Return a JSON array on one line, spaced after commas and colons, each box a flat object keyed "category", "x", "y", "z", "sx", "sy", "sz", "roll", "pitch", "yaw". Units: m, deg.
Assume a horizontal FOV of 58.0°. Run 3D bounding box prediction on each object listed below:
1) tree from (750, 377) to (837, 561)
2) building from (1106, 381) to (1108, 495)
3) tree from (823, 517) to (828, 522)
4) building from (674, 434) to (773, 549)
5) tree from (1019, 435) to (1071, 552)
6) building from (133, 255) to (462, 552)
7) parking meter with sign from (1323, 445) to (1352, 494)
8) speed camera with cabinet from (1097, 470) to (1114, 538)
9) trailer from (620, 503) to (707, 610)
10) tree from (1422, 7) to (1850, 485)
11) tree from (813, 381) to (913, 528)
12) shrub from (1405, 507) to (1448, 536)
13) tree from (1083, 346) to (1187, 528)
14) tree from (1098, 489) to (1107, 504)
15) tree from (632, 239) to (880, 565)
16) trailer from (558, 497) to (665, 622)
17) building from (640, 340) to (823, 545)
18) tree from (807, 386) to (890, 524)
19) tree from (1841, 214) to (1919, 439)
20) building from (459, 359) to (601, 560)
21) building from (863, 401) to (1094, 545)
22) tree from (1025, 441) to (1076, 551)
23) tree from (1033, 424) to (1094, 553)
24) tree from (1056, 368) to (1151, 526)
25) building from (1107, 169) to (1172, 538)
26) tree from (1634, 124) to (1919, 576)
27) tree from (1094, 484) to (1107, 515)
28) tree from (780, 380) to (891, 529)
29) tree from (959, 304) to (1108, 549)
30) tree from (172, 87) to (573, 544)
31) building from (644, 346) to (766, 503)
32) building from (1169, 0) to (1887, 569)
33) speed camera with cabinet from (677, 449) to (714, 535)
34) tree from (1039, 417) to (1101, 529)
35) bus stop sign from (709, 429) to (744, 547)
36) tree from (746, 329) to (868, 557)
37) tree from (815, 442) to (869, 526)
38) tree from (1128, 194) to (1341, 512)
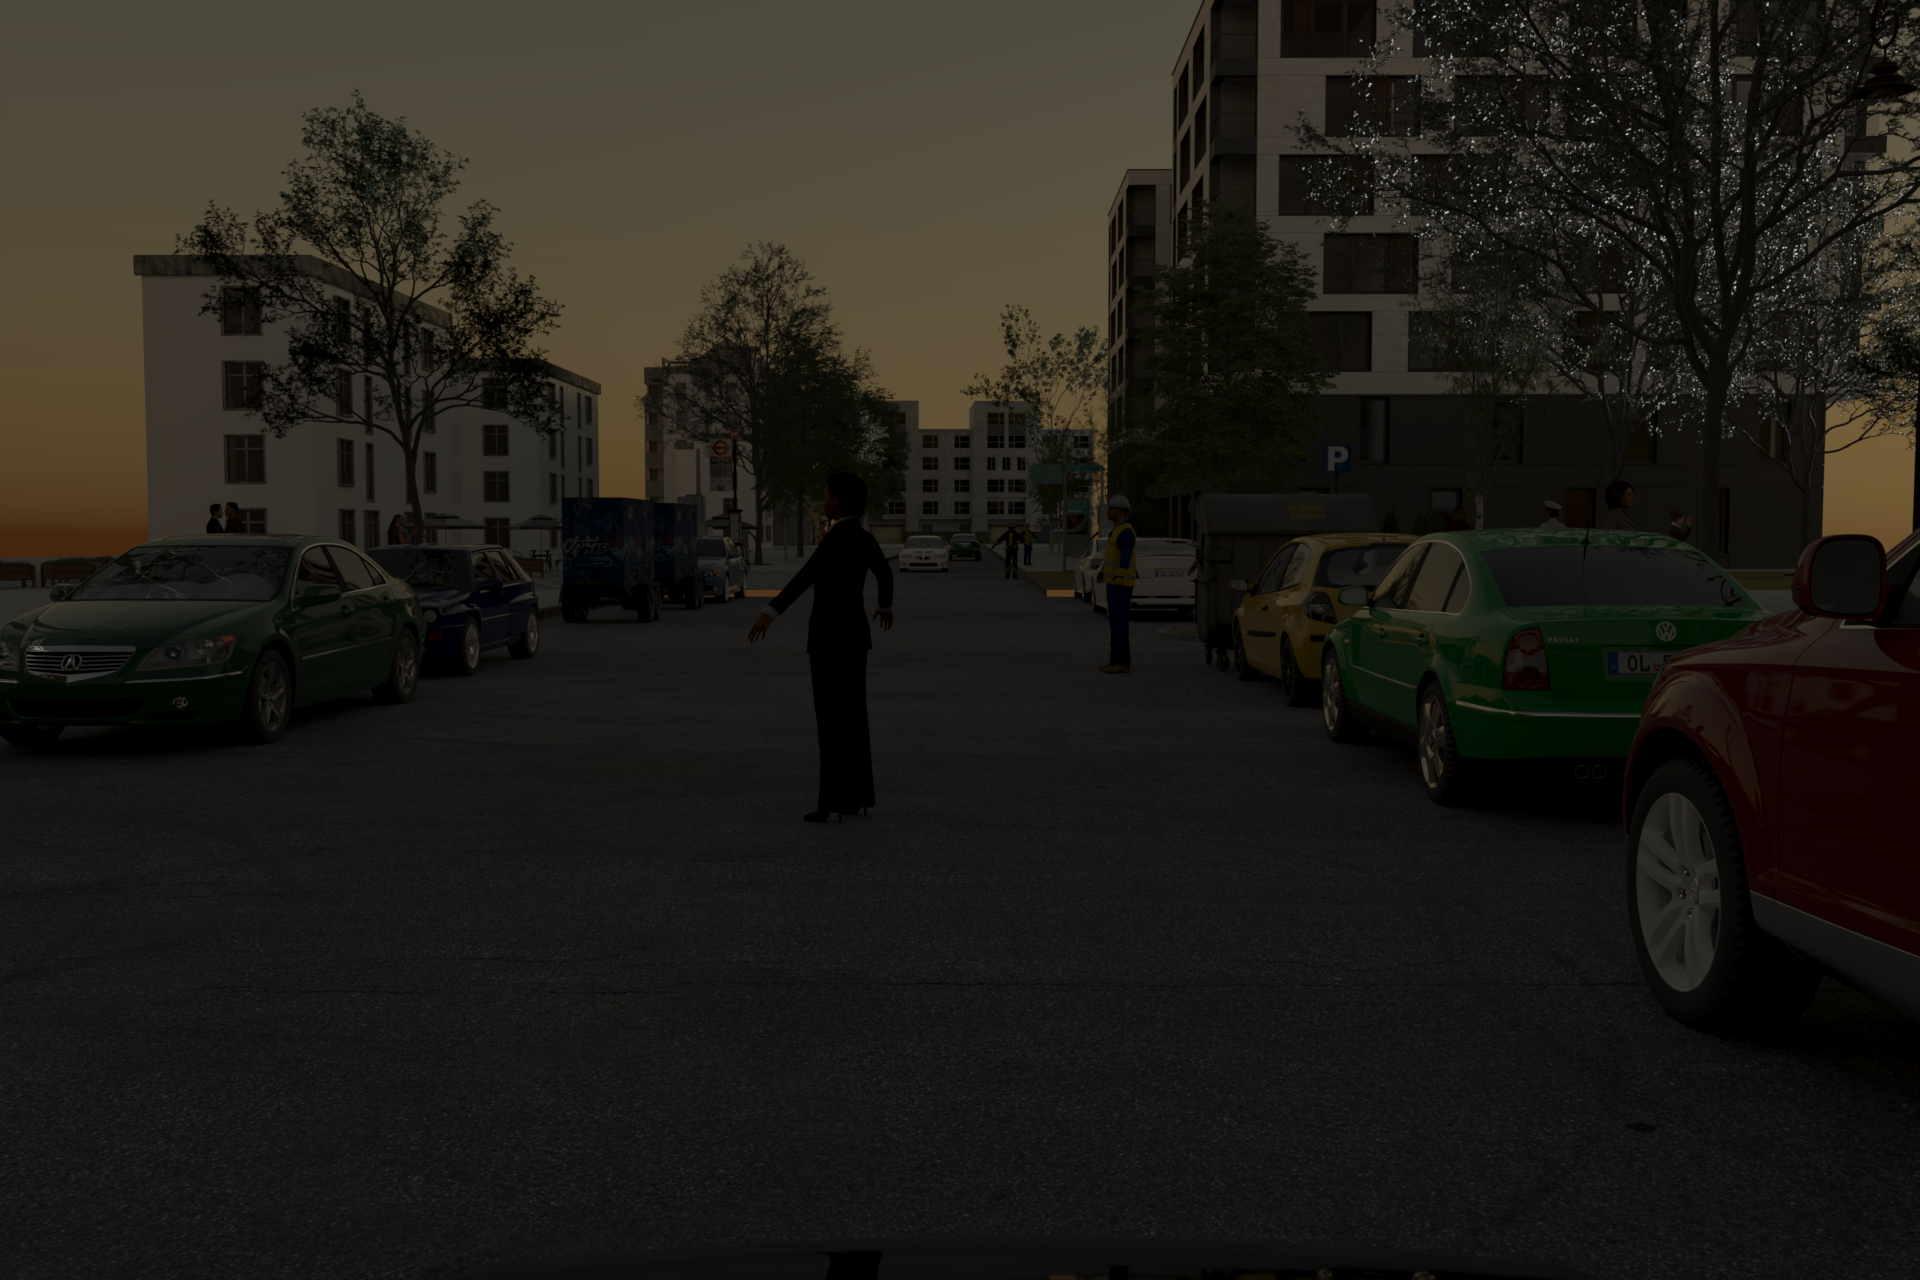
[{"category": "tree", "x": -8.380, "y": -7.980, "z": 80.843, "sx": 4.360, "sy": 8.622, "sz": 3.978, "roll": 0, "pitch": 3, "yaw": 0}, {"category": "building", "x": 24.026, "y": -20.423, "z": 164.843, "sx": 19.493, "sy": 23.208, "sz": 18.063, "roll": 0, "pitch": 4, "yaw": 1}, {"category": "tree", "x": -20.050, "y": -19.313, "z": 233.899, "sx": 7.486, "sy": 12.596, "sz": 7.792, "roll": 0, "pitch": 3, "yaw": 0}, {"category": "building", "x": -21.601, "y": -13.245, "z": 158.704, "sx": 9.099, "sy": 9.664, "sz": 28.070, "roll": 0, "pitch": 4, "yaw": 0}, {"category": "tree", "x": 6.555, "y": -10.750, "z": 126.129, "sx": 4.737, "sy": 8.622, "sz": 4.395, "roll": 0, "pitch": 3, "yaw": 0}, {"category": "building", "x": -23.885, "y": -7.591, "z": 66.255, "sx": 9.099, "sy": 9.664, "sz": 28.070, "roll": 0, "pitch": 4, "yaw": 0}, {"category": "parking meter with sign", "x": 7.355, "y": -2.250, "z": 33.056, "sx": 0.543, "sy": 3.016, "sz": 1.738, "roll": 0, "pitch": 4, "yaw": 0}, {"category": "speed camera with cabinet", "x": 4.618, "y": -3.601, "z": 53.206, "sx": 0.660, "sy": 3.252, "sz": 2.038, "roll": 0, "pitch": 4, "yaw": -1}, {"category": "trailer", "x": -5.694, "y": -1.551, "z": 32.408, "sx": 1.471, "sy": 1.999, "sz": 3.904, "roll": 0, "pitch": 4, "yaw": 0}, {"category": "tree", "x": 15.587, "y": -7.977, "z": 40.786, "sx": 12.009, "sy": 13.543, "sz": 11.850, "roll": 0, "pitch": 3, "yaw": 0}, {"category": "tree", "x": -8.467, "y": -14.628, "z": 145.828, "sx": 9.857, "sy": 13.997, "sz": 8.962, "roll": 0, "pitch": 3, "yaw": 0}, {"category": "shrub", "x": 12.872, "y": -2.652, "z": 47.784, "sx": 1.690, "sy": 2.028, "sz": 1.600, "roll": 0, "pitch": 3, "yaw": 0}, {"category": "tree", "x": 6.644, "y": -7.200, "z": 68.079, "sx": 4.360, "sy": 8.622, "sz": 3.978, "roll": 0, "pitch": 3, "yaw": 0}, {"category": "tree", "x": 20.565, "y": -17.245, "z": 232.318, "sx": 4.737, "sy": 8.622, "sz": 4.395, "roll": 0, "pitch": 3, "yaw": 0}, {"category": "tree", "x": -8.214, "y": -9.852, "z": 71.448, "sx": 12.009, "sy": 13.543, "sz": 11.850, "roll": 0, "pitch": 3, "yaw": 0}, {"category": "trailer", "x": -5.696, "y": -1.259, "z": 27.636, "sx": 1.471, "sy": 1.999, "sz": 3.904, "roll": 0, "pitch": 3, "yaw": 0}, {"category": "building", "x": -26.029, "y": -22.746, "z": 202.829, "sx": 19.493, "sy": 23.208, "sz": 18.063, "roll": 0, "pitch": 4, "yaw": 0}, {"category": "tree", "x": -8.855, "y": -13.069, "z": 131.811, "sx": 7.486, "sy": 12.596, "sz": 7.792, "roll": 0, "pitch": 3, "yaw": 0}, {"category": "tree", "x": 24.665, "y": -6.509, "z": 40.835, "sx": 7.601, "sy": 10.594, "sz": 8.767, "roll": 0, "pitch": 4, "yaw": 3}, {"category": "building", "x": -24.593, "y": -9.464, "z": 96.885, "sx": 9.099, "sy": 9.664, "sz": 28.070, "roll": 0, "pitch": 3, "yaw": 0}, {"category": "building", "x": 1.591, "y": -22.463, "z": 236.185, "sx": 31.486, "sy": 18.905, "sz": 16.747, "roll": 0, "pitch": 4, "yaw": -2}, {"category": "tree", "x": 7.007, "y": -11.212, "z": 133.685, "sx": 4.737, "sy": 8.622, "sz": 4.395, "roll": 0, "pitch": 3, "yaw": 0}, {"category": "tree", "x": 6.912, "y": -10.152, "z": 116.346, "sx": 4.737, "sy": 8.622, "sz": 4.395, "roll": 0, "pitch": 3, "yaw": 0}, {"category": "tree", "x": 6.821, "y": -7.718, "z": 76.559, "sx": 4.360, "sy": 8.622, "sz": 3.978, "roll": 0, "pitch": 3, "yaw": 0}, {"category": "building", "x": 23.414, "y": -16.483, "z": 113.465, "sx": 27.936, "sy": 21.610, "sz": 32.646, "roll": 0, "pitch": 4, "yaw": 0}, {"category": "tree", "x": 25.781, "y": -8.704, "z": 52.688, "sx": 12.009, "sy": 13.543, "sz": 11.850, "roll": 0, "pitch": 3, "yaw": 0}, {"category": "tree", "x": 20.393, "y": -17.501, "z": 236.510, "sx": 4.360, "sy": 8.622, "sz": 3.978, "roll": 0, "pitch": 3, "yaw": 0}, {"category": "tree", "x": -8.172, "y": -11.227, "z": 109.321, "sx": 9.928, "sy": 11.665, "sz": 9.643, "roll": 0, "pitch": 3, "yaw": 0}, {"category": "tree", "x": 6.252, "y": -17.637, "z": 144.258, "sx": 12.611, "sy": 20.169, "sz": 13.585, "roll": 0, "pitch": 3, "yaw": 0}, {"category": "tree", "x": -11.714, "y": -6.254, "z": 36.667, "sx": 7.601, "sy": 10.594, "sz": 8.767, "roll": 1, "pitch": 4, "yaw": 21}, {"category": "building", "x": -25.712, "y": -19.487, "z": 175.026, "sx": 16.016, "sy": 20.090, "sz": 11.380, "roll": 0, "pitch": 4, "yaw": 1}, {"category": "building", "x": 23.360, "y": -14.403, "z": 79.467, "sx": 27.936, "sy": 21.610, "sz": 32.646, "roll": 0, "pitch": 4, "yaw": 1}, {"category": "speed camera with cabinet", "x": -6.264, "y": -2.854, "z": 40.999, "sx": 0.660, "sy": 3.252, "sz": 2.038, "roll": 0, "pitch": 4, "yaw": 0}, {"category": "tree", "x": 7.029, "y": -9.671, "z": 108.490, "sx": 4.360, "sy": 8.622, "sz": 3.978, "roll": 0, "pitch": 3, "yaw": 0}, {"category": "bus stop sign", "x": -5.954, "y": -3.394, "z": 44.190, "sx": 0.855, "sy": 3.939, "sz": 0.416, "roll": 0, "pitch": 4, "yaw": 2}, {"category": "tree", "x": -8.565, "y": -10.861, "z": 95.703, "sx": 7.486, "sy": 12.596, "sz": 7.792, "roll": 0, "pitch": 3, "yaw": 0}, {"category": "tree", "x": -8.207, "y": -10.490, "z": 121.880, "sx": 4.737, "sy": 8.622, "sz": 4.395, "roll": 0, "pitch": 3, "yaw": 0}, {"category": "tree", "x": 9.200, "y": -8.587, "z": 58.528, "sx": 7.486, "sy": 12.596, "sz": 7.792, "roll": 0, "pitch": 3, "yaw": 0}]
